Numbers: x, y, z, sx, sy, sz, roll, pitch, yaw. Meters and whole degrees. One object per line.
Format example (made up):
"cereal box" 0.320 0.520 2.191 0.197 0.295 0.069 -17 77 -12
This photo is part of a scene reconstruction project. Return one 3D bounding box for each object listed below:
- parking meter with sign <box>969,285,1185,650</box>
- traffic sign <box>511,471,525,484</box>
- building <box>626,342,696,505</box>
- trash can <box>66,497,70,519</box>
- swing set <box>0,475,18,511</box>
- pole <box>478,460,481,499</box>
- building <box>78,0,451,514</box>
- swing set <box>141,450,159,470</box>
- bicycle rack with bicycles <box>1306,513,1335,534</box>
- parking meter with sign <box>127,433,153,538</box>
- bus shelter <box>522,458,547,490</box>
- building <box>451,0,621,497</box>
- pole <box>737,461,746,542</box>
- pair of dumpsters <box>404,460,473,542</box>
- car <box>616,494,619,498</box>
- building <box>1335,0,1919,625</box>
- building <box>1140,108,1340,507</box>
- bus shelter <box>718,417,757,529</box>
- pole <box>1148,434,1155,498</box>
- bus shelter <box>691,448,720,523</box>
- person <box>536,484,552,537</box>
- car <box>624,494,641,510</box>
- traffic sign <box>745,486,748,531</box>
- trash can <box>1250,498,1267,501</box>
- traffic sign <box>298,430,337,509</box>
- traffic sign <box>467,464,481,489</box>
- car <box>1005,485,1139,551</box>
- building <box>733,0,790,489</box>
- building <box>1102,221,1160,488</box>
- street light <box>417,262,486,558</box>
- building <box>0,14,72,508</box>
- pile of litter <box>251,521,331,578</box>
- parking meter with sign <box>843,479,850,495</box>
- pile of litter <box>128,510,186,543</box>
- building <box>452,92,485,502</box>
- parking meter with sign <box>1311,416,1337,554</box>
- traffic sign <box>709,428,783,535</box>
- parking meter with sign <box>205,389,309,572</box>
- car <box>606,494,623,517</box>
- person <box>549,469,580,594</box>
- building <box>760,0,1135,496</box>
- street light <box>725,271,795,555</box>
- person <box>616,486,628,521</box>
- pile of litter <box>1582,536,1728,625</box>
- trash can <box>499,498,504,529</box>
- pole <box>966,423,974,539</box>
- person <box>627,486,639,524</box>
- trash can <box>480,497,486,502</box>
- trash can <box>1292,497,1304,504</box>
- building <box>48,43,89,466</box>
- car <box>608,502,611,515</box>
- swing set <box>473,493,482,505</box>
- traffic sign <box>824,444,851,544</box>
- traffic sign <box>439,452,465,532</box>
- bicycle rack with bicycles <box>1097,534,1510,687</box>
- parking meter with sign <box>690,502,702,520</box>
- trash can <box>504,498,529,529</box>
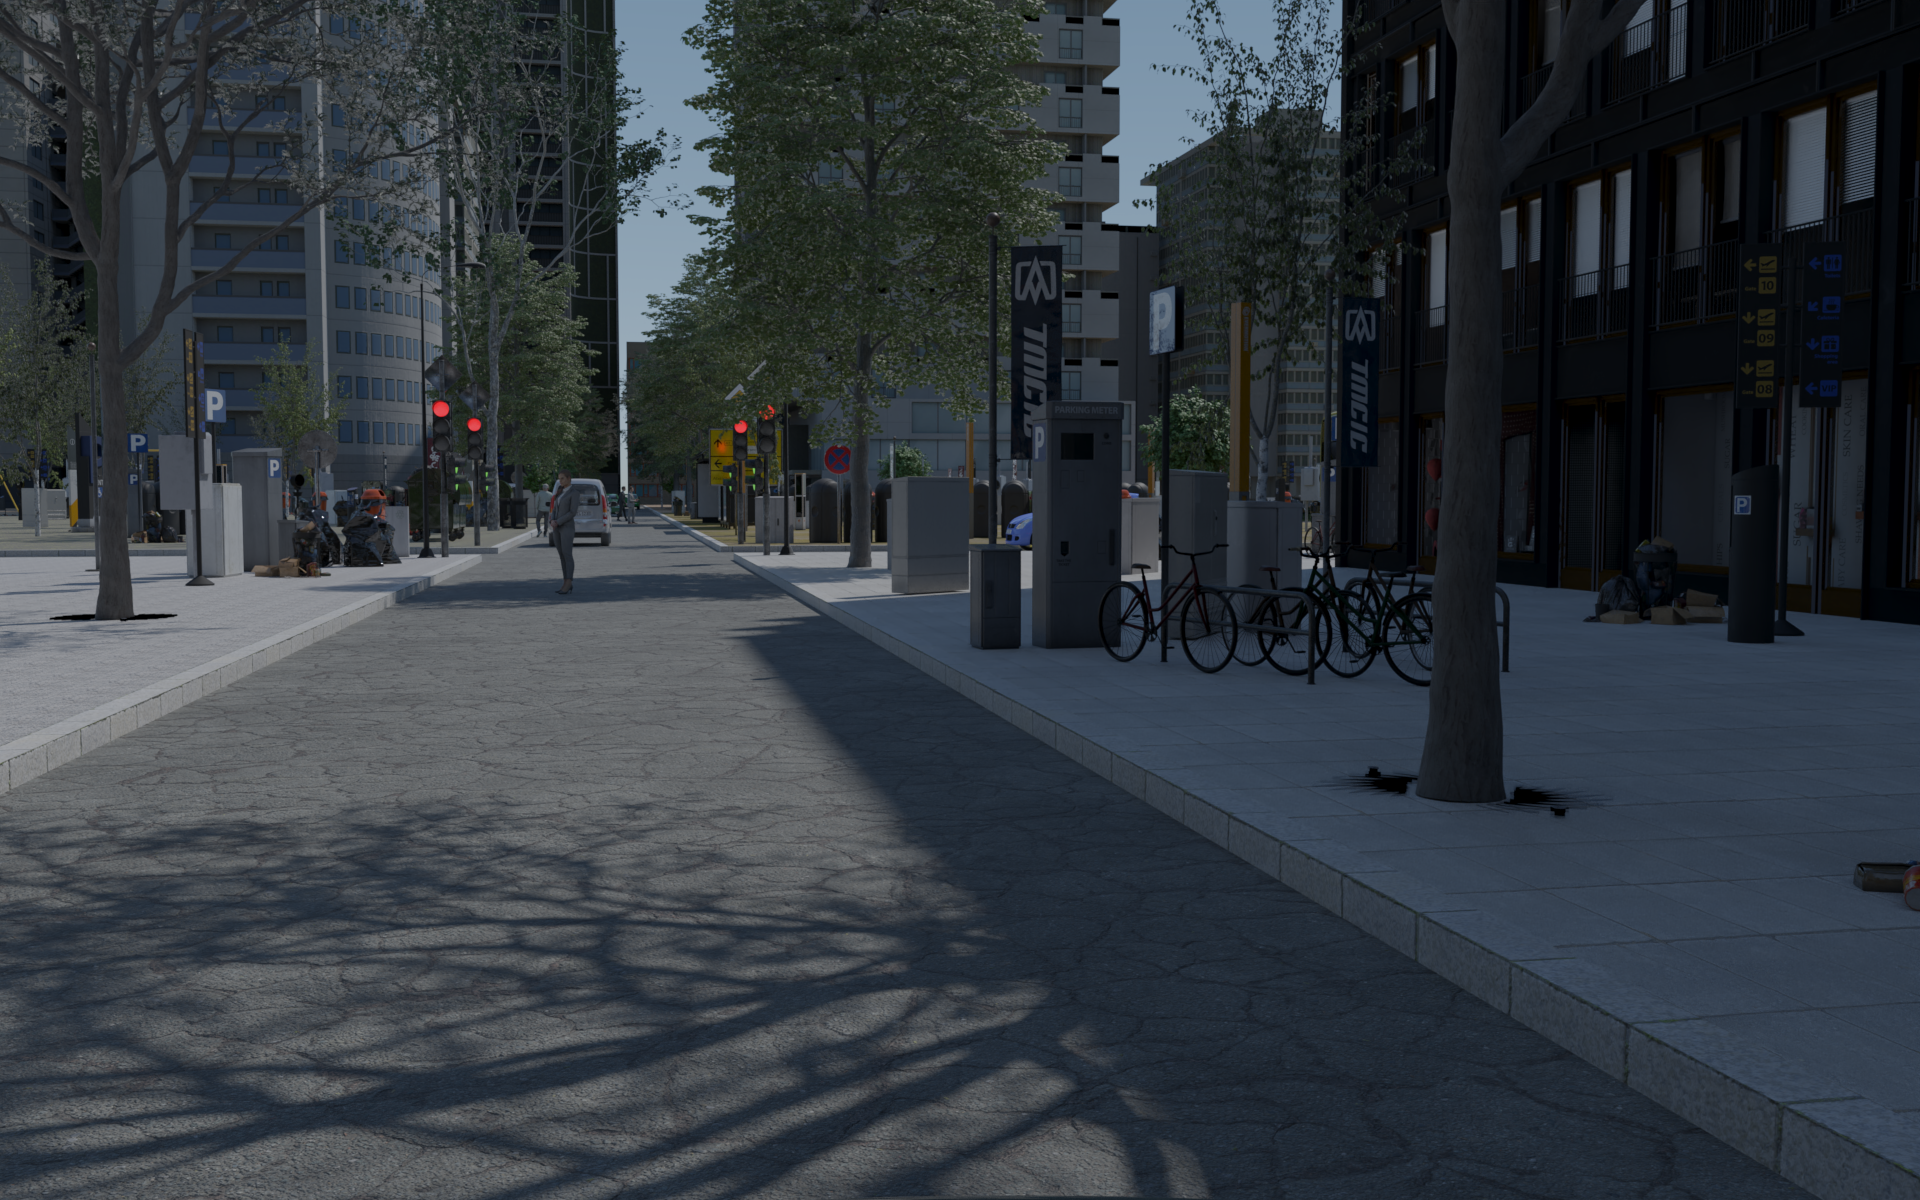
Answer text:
"parking meter with sign" 0.963 -1.118 14.543 1.738 3.016 0.543 -1 4 -17
"traffic sign" -23.918 -5.730 93.784 0.768 2.556 0.104 0 4 -5
"building" -28.185 -23.132 223.251 28.899 21.520 27.650 -1 4 -11
"trash can" -46.635 -4.802 90.169 0.748 1.137 0.748 0 3 0
"swing set" -49.631 -5.498 87.508 2.862 2.851 3.119 0 4 -1
"pole" -26.388 -6.183 94.929 0.158 3.312 0.155 0 3 0
"building" -48.952 -35.693 125.578 21.231 58.520 28.212 -1 4 -11
"swing set" -28.657 -3.886 61.163 3.119 2.851 2.862 -1 4 -21
"bicycle rack with bicycles" 8.425 -1.265 34.068 2.852 0.926 2.925 -1 4 -14
"parking meter with sign" -24.170 -3.324 50.609 0.543 3.016 1.738 -3 4 -36
"bus shelter" -26.102 -7.066 106.812 1.731 3.624 6.357 -1 4 -11
"building" -52.743 -47.428 213.700 20.611 71.187 20.563 -1 4 -11
"pole" -5.843 -3.207 46.277 0.158 3.312 0.155 0 3 0
"pair of dumpsters" -14.621 -2.817 48.548 1.574 2.255 4.437 -1 4 -11
"car" -35.390 -10.030 175.789 2.131 1.459 4.920 -1 4 -10
"building" 14.133 -11.833 23.154 12.332 23.373 15.834 -1 4 -11
"building" 33.439 -29.905 180.831 23.993 40.220 32.217 -1 4 -11
"bus shelter" -8.455 -5.480 67.228 2.179 5.291 8.768 -1 4 -11
"pole" 5.965 -3.681 54.033 0.158 3.312 0.155 0 3 0
"bus shelter" -10.465 -4.937 74.649 2.014 3.302 5.546 -1 4 -11
"person" -13.701 -2.969 57.525 0.782 1.767 0.515 -1 4 -20
"car" -30.269 -9.174 158.791 1.959 1.807 4.718 -1 4 -11
"traffic sign" -7.365 -3.652 59.708 0.884 2.594 0.081 0 4 -4
"trash can" 9.847 -2.817 57.715 0.748 1.137 0.748 0 3 0
"traffic sign" -12.775 -2.101 34.460 0.768 2.556 0.104 0 4 -6
"traffic sign" -19.709 -4.333 70.852 0.884 2.594 0.081 0 4 -8
"car" 2.981 -2.058 43.238 3.694 1.707 1.945 -1 4 -11
"building" -12.008 -38.612 173.299 21.231 58.520 28.212 -1 4 -11
"building" 12.740 -25.396 186.925 14.107 30.474 14.160 -1 4 -11
"street light" -10.194 -3.805 34.752 1.470 5.913 1.316 -1 4 -11
"building" -94.570 -44.214 161.159 20.611 71.187 20.563 -1 4 -11
"pile of litter" -10.441 -0.799 27.027 1.176 0.858 1.719 -1 4 -18
"parking meter with sign" -5.563 -5.530 86.676 0.543 3.016 1.738 -1 4 -16
"pile of litter" -21.281 -1.935 45.605 1.719 0.858 1.176 -1 4 -11
"building" -57.431 -28.776 162.364 23.993 40.220 32.217 -1 4 -11
"parking meter with sign" 8.180 -2.554 38.016 0.543 3.016 1.738 2 4 28
"traffic sign" -6.650 -3.669 53.866 2.265 3.308 0.079 -1 4 -9
"parking meter with sign" -11.629 -1.981 28.651 1.738 3.016 0.543 1 4 15
"car" -22.263 -5.961 109.267 2.131 1.459 4.920 -1 4 -13
"person" -5.766 -0.993 25.016 0.520 1.790 0.573 2 4 26
"building" -2.366 -34.116 147.027 28.713 52.752 27.495 -1 4 -11
"street light" -4.180 -3.893 36.188 1.470 5.913 1.316 -1 4 -11
"person" -17.706 -5.068 91.132 0.755 1.850 0.659 -1 4 -13
"pile of litter" 7.140 -0.211 17.411 1.719 0.858 1.176 1 4 11
"trash can" -16.820 -3.226 64.403 0.748 1.137 0.748 0 3 0
"pole" 0.280 -3.402 49.458 0.158 3.312 0.155 0 3 0
"person" -15.742 -4.565 83.331 0.583 1.804 0.606 0 4 -4
"trash can" -21.652 -4.101 78.712 0.748 1.137 0.748 0 3 0
"trash can" 19.036 -5.252 97.529 0.748 1.137 0.748 0 3 0
"building" -77.991 -31.666 167.857 14.200 45.320 14.600 -1 4 -11
"car" -18.176 -4.502 85.606 2.014 1.417 4.499 -1 4 -13
"swing set" -29.656 -6.950 111.255 3.119 2.851 2.862 0 4 0
"traffic sign" -3.118 -2.720 44.570 0.768 2.556 0.104 -1 4 -8
"traffic sign" -15.365 -3.198 52.396 0.768 2.556 0.104 0 4 -5
"bicycle rack with bicycles" 2.701 0.046 12.631 2.852 0.926 2.925 -2 4 -26
"parking meter with sign" -12.901 -5.571 87.353 1.738 3.016 0.543 2 4 35
"trash can" -16.117 -3.162 63.345 0.748 1.137 0.748 0 3 0
